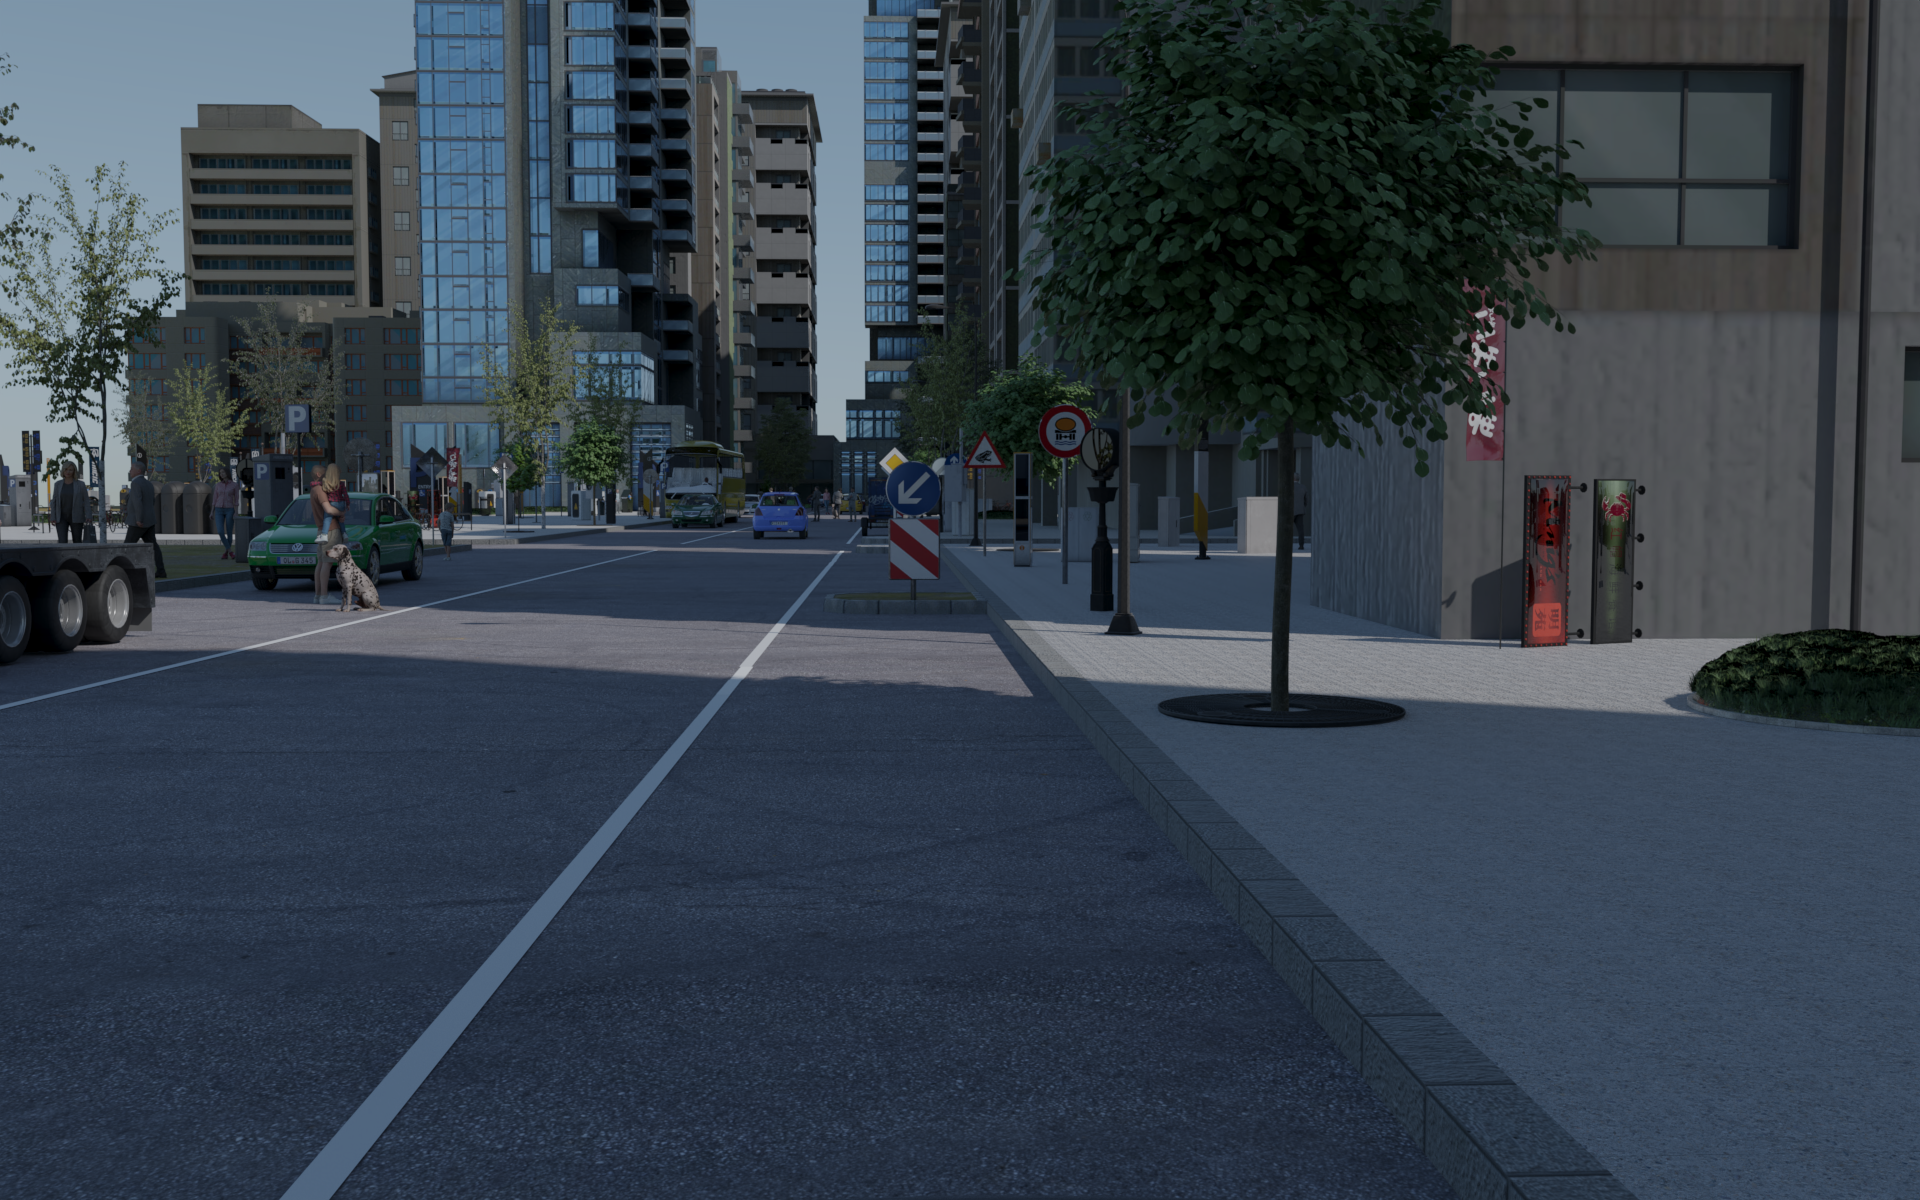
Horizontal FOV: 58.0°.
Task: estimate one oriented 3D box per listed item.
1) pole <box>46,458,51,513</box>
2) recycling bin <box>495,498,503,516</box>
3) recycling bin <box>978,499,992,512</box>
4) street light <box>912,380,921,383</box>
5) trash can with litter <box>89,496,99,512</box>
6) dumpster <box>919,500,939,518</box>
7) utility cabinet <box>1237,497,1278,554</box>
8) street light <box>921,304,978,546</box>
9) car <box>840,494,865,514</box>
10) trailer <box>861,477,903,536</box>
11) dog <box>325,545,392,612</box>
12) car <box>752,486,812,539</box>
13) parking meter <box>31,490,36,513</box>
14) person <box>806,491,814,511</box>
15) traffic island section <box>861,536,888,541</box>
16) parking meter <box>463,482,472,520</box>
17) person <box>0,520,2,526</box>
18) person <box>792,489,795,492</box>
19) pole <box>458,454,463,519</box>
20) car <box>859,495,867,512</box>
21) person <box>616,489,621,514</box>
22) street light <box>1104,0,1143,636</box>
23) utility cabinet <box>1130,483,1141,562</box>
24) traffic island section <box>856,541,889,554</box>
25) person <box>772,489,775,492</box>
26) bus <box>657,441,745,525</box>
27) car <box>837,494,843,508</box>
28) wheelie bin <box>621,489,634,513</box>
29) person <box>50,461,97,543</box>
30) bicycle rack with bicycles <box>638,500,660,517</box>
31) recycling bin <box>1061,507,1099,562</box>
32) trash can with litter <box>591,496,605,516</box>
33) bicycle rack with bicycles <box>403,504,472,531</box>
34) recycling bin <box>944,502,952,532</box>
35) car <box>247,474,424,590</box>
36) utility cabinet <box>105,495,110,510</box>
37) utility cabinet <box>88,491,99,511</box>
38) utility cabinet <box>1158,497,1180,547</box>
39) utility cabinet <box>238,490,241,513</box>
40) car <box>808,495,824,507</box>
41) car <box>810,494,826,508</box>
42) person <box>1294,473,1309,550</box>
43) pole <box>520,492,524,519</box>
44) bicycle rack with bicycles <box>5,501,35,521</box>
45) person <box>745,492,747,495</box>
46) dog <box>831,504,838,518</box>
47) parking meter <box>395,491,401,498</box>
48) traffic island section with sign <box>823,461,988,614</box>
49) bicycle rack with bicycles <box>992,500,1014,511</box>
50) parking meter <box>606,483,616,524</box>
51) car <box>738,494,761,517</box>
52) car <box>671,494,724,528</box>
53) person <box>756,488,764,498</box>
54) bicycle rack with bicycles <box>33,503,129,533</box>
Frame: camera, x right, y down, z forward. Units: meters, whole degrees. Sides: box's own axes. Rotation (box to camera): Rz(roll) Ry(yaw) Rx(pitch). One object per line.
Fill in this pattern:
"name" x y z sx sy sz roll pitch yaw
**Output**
"pole" -51.583 -6.373 98.047 0.158 3.312 0.155 0 3 0
"recycling bin" -26.533 -5.394 100.751 0.722 1.027 0.722 1 4 21
"recycling bin" 1.300 -4.931 93.173 0.722 1.027 0.722 1 4 16
"street light" -1.255 -6.012 70.841 1.470 5.913 1.316 0 4 -2
"trash can with litter" -51.714 -5.637 103.553 0.624 1.170 1.055 0 4 4
"dumpster" -1.405 -4.908 86.007 1.264 1.857 1.865 0 4 -2
"utility cabinet" 6.475 -1.613 37.533 1.020 1.237 0.306 -2 4 -34
"street light" -0.149 -4.284 42.580 1.470 5.913 1.316 0 4 -2
"car" -7.765 -6.896 122.971 2.015 1.641 3.980 0 4 -2
"trailer" -2.696 -3.238 59.984 1.471 1.999 3.904 0 4 -3
"dog" -7.266 -0.265 21.169 0.800 0.831 0.513 0 4 -1
"car" -5.792 -2.845 56.113 1.945 1.707 3.694 0 4 -4
"parking meter" -58.444 -6.158 109.088 0.372 1.533 0.369 0 3 0
"person" -12.524 -8.490 148.029 1.217 1.735 0.721 0 4 -1
"traffic island section" -1.896 -1.762 51.095 2.009 0.180 2.903 0 4 -2
"parking meter" -23.146 -4.633 81.460 0.255 1.863 0.399 1 4 14
"person" -13.431 -1.051 23.901 0.598 1.740 0.731 0 4 -5
"person" -13.471 -8.063 140.419 0.705 1.812 1.348 0 4 7
"pole" -25.605 -5.801 88.682 0.158 3.312 0.155 0 3 0
"car" -8.453 -7.770 139.616 1.945 1.354 3.894 0 4 -3
"person" -22.347 -6.424 112.878 0.330 1.601 0.589 2 4 35
"street light" 0.957 -2.638 15.678 1.470 5.913 1.316 0 4 -2
"utility cabinet" 3.243 -1.468 32.684 0.318 1.500 1.173 0 4 8
"traffic island section" -1.572 -1.274 43.116 2.009 0.180 2.903 0 4 -2
"person" -13.870 -7.375 129.096 1.348 1.823 0.705 2 4 34
"bus" -12.198 -5.612 83.309 2.896 3.916 12.252 0 4 -1
"car" -11.881 -10.424 180.221 2.009 1.686 4.222 0 4 -2
"wheelie bin" -22.897 -6.801 119.104 0.980 1.594 0.693 2 4 30
"person" -13.862 -1.280 27.162 0.709 1.800 0.728 -1 4 -13
"bicycle rack with bicycles" -17.349 -5.222 98.756 2.852 0.926 2.925 1 4 16
"recycling bin" 2.331 -1.245 32.913 0.722 1.027 0.722 1 4 15
"trash can with litter" -21.678 -5.629 103.414 1.055 1.170 0.624 0 4 -1
"bicycle rack with bicycles" -18.533 -2.879 60.446 2.852 0.926 2.925 1 4 19
"recycling bin" -0.082 -2.843 59.036 0.722 1.027 0.722 1 4 21
"car" -9.764 -1.133 27.329 1.959 1.807 4.718 0 4 -4
"utility cabinet" -61.338 -6.893 123.859 1.020 1.237 0.306 0 4 -3
"utility cabinet" -57.395 -6.473 114.518 1.173 1.500 0.318 1 4 14
"utility cabinet" 5.142 -1.921 42.562 0.306 1.237 1.020 1 4 22
"utility cabinet" -38.133 -5.098 92.031 1.173 1.500 0.318 3 5 40
"car" -15.808 -10.844 189.883 1.945 1.354 3.894 0 4 -4
"car" -14.847 -10.448 182.834 2.014 1.417 4.499 0 4 -4
"person" 7.720 -2.062 40.152 0.661 1.777 0.834 -2 4 -23
"pole" -22.858 -5.902 90.347 0.158 3.312 0.155 0 3 0
"bicycle rack with bicycles" -51.185 -4.790 91.702 2.925 0.926 2.852 -1 4 -10
"person" -18.363 -8.394 146.519 0.697 1.427 0.421 0 4 -4
"dog" -7.435 -5.358 104.438 0.800 0.831 0.513 -2 4 -23
"parking meter" -40.028 -7.028 123.323 0.372 1.533 0.369 0 3 0
"traffic island section with sign" -0.694 -0.792 21.584 1.989 1.847 2.006 0 4 -2
"bicycle rack with bicycles" 3.106 -5.325 100.441 2.925 0.926 2.852 0 4 3
"parking meter" -14.971 -4.196 74.323 0.399 1.863 0.255 1 4 12
"car" -12.868 -5.715 105.436 2.014 1.417 4.499 0 4 -1
"car" -11.166 -3.800 73.926 2.131 1.459 4.920 0 4 -2
"person" -18.630 -9.523 161.748 1.348 1.824 0.705 -1 4 -22
"bicycle rack with bicycles" -29.662 -2.717 57.807 2.852 0.926 2.925 -2 4 -35
